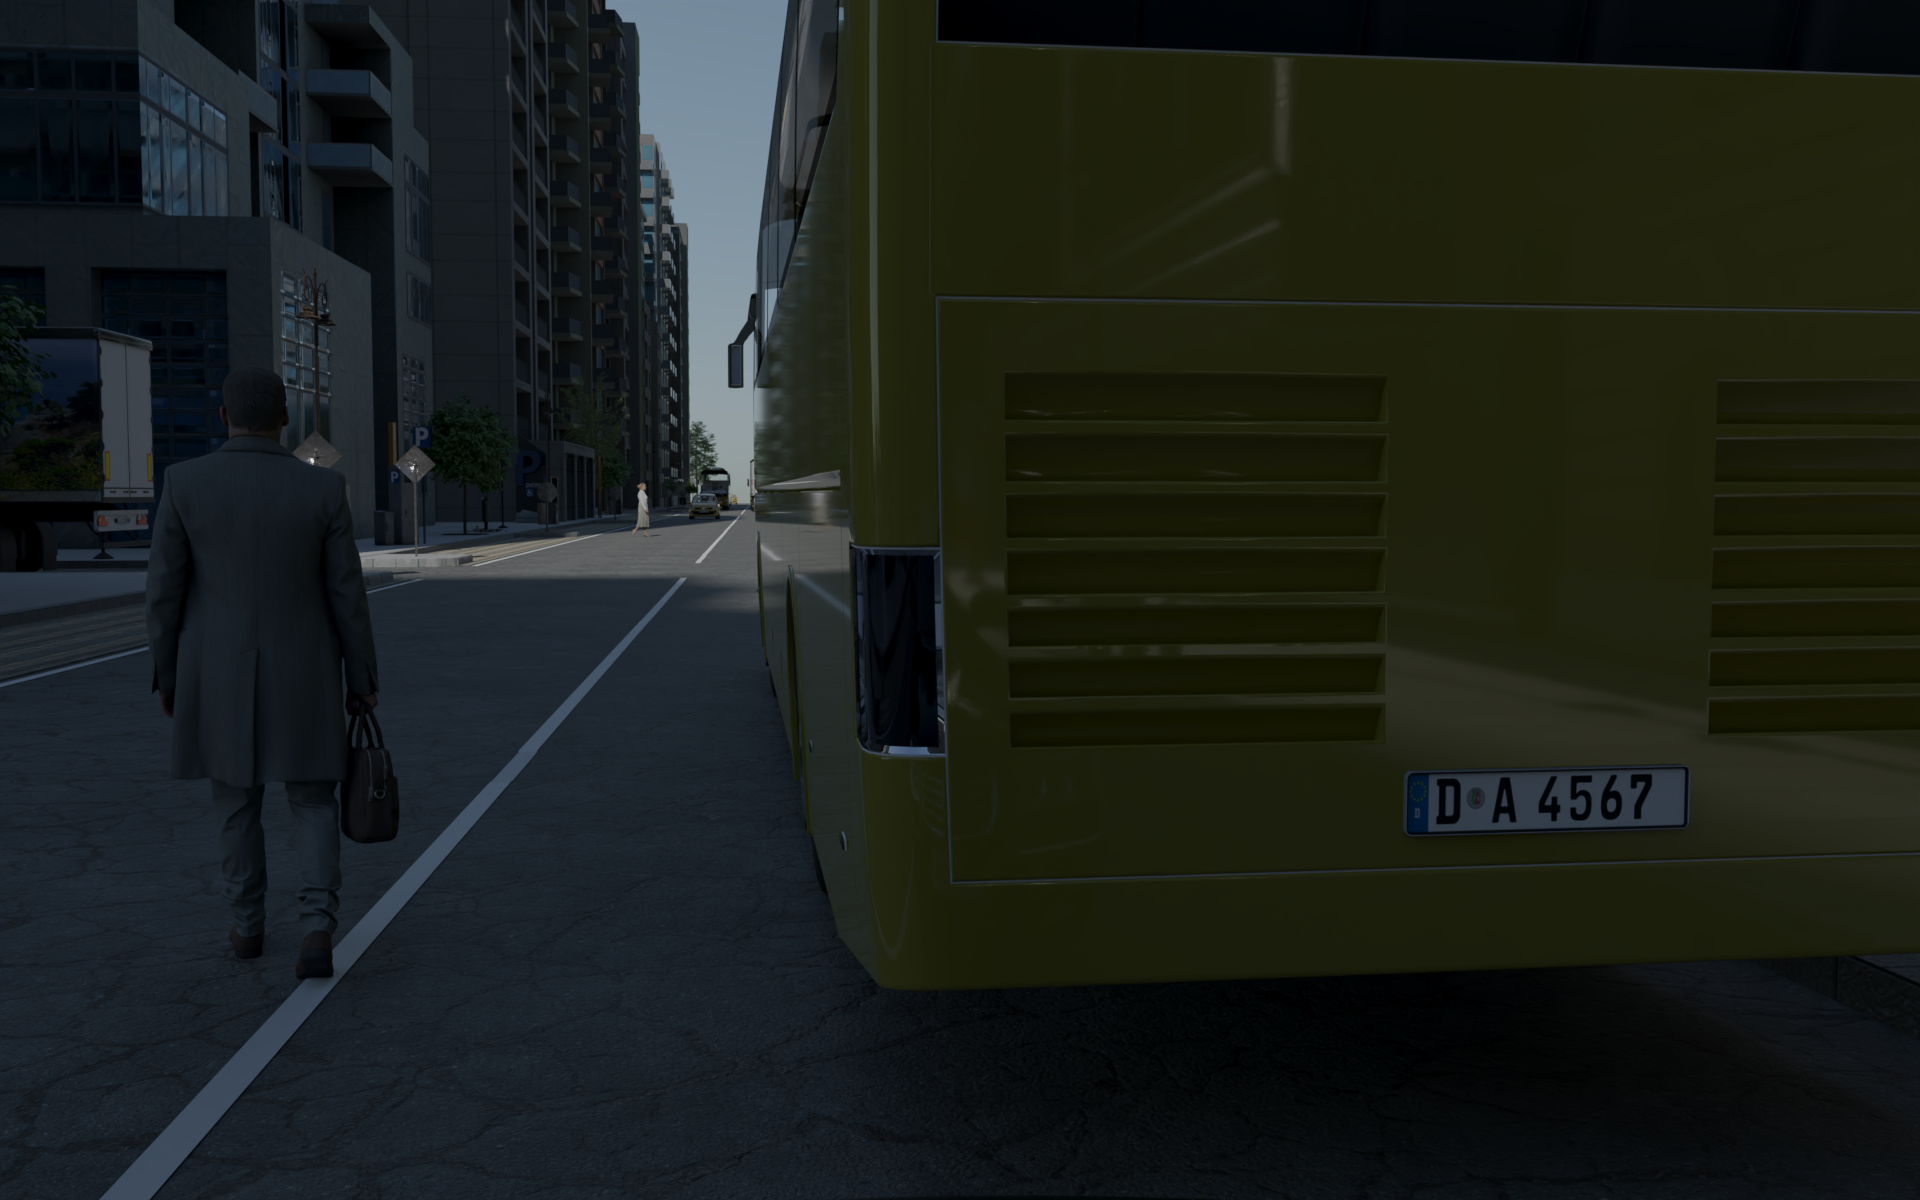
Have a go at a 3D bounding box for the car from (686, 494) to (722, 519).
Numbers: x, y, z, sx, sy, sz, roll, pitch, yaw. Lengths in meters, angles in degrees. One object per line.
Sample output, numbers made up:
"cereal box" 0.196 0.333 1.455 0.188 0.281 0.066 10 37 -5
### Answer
"car" -14.614 -5.439 99.154 2.015 1.641 3.980 0 4 -6

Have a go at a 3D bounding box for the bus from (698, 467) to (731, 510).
"bus" -22.619 -10.332 160.473 2.896 3.916 12.252 0 4 -7

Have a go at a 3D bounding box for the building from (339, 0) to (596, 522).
"building" -29.474 -39.649 86.509 20.563 71.187 20.611 0 4 -7

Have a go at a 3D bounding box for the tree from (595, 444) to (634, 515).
"tree" -21.797 -7.528 106.789 4.285 4.588 4.351 0 3 0

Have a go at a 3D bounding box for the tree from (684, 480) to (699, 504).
"tree" -35.463 -14.183 226.485 1.663 3.219 1.824 0 3 0

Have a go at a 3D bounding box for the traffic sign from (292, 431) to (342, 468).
"traffic sign" -10.211 -1.458 27.478 0.795 2.450 0.064 0 4 -7

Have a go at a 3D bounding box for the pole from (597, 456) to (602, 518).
"pole" -19.276 -6.040 92.602 0.158 3.312 0.155 0 3 0

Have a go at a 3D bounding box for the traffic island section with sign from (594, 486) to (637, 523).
"traffic island section with sign" -16.891 -4.671 84.999 1.989 1.847 2.006 0 4 -7

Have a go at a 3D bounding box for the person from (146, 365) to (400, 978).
"person" -2.074 0.205 5.244 0.694 1.812 0.767 -1 4 -19

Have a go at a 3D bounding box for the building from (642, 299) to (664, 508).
"building" -43.322 -19.652 166.342 27.650 21.520 28.899 0 4 -7

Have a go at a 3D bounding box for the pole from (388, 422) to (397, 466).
"pole" -16.139 -3.392 49.306 0.158 3.312 0.155 0 3 0

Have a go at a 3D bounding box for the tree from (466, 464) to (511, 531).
"tree" -16.469 -4.041 60.677 1.663 3.219 1.824 0 3 0

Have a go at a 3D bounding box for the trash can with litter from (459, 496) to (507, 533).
"trash can with litter" -16.084 -2.882 58.174 1.678 1.210 2.233 -1 4 -9

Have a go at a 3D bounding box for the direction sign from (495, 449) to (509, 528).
"direction sign" -17.135 -4.455 64.833 0.379 3.537 0.876 1 4 17

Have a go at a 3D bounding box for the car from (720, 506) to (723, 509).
"car" -24.190 -9.752 172.020 1.945 1.354 3.894 0 4 -5

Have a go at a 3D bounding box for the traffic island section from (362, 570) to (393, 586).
"traffic island section" -10.234 -0.321 27.537 2.009 0.180 2.903 0 4 -7

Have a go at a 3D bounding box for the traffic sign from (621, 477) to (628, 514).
"traffic sign" -21.507 -6.727 110.092 0.768 2.556 0.104 0 4 -1

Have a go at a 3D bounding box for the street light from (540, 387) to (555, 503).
"street light" -17.780 -6.243 74.865 0.468 5.910 1.993 0 4 -7

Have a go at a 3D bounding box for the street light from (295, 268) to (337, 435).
"street light" -13.172 -3.839 35.551 0.468 5.910 1.993 0 4 -7

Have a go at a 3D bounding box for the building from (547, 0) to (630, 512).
"building" -35.509 -28.658 123.175 22.147 44.769 28.867 0 4 -7

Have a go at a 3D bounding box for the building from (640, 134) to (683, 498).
"building" -49.426 -37.364 230.504 23.786 49.044 30.456 0 4 -7

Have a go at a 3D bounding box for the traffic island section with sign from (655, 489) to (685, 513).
"traffic island section with sign" -22.636 -7.699 134.503 1.989 1.847 2.006 0 4 -7

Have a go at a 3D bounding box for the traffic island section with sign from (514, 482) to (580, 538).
"traffic island section with sign" -13.746 -3.002 57.714 1.989 1.847 2.006 0 4 -7

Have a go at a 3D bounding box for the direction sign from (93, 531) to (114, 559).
"direction sign" -16.934 -2.577 34.131 0.876 3.537 0.379 -3 4 -38

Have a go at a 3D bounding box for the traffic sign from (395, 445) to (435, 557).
"traffic sign" -11.130 -1.943 35.410 0.795 2.450 0.064 0 4 -7

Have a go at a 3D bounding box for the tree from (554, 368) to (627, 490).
"tree" -21.763 -9.297 102.366 4.737 8.622 4.395 0 3 0

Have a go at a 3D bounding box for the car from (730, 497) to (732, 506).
"car" -28.529 -12.267 209.363 1.959 1.807 4.718 0 4 -8

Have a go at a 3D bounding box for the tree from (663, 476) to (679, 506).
"tree" -31.437 -11.774 187.107 1.663 3.219 1.824 0 3 0

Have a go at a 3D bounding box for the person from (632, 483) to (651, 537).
"person" -10.647 -2.999 57.756 0.641 1.798 0.478 0 4 7

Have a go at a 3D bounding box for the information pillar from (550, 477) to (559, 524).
"information pillar" -17.208 -4.221 73.507 0.304 2.012 0.304 -1 4 -17

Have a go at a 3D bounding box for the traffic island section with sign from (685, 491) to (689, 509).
"traffic island section with sign" -25.732 -9.337 161.281 1.989 1.847 2.006 0 4 -7

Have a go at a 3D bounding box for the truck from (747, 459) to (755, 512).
"truck" -15.988 -9.404 142.667 2.839 4.237 11.283 -1 4 -8

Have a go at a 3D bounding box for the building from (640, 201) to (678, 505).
"building" -49.814 -31.279 203.296 32.217 40.220 23.993 0 4 -7

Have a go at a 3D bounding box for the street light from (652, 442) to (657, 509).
"street light" -26.528 -10.849 150.168 0.468 5.910 1.993 0 4 -7

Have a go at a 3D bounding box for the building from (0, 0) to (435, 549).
"building" -28.891 -45.228 52.142 22.319 86.520 31.000 0 4 -7

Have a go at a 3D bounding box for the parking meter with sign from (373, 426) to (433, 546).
"parking meter with sign" -14.084 -2.904 43.738 0.543 3.016 1.738 1 4 21

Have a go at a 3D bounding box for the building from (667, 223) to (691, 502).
"building" -46.957 -34.851 253.405 14.154 41.232 14.086 0 4 -7

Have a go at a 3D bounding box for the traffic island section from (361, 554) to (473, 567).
"traffic island section" -11.152 -0.807 35.469 2.009 0.180 2.903 0 4 -7

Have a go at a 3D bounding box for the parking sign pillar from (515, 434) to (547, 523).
"parking sign pillar" -19.081 -5.420 77.085 1.447 3.967 1.447 1 4 10

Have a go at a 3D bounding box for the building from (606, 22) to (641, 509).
"building" -34.201 -28.221 145.013 14.154 41.232 14.086 0 4 -7

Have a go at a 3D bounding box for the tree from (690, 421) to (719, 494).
"tree" -40.910 -21.411 268.203 7.486 12.596 7.792 0 3 0

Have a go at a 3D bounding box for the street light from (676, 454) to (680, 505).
"street light" -31.632 -13.551 194.346 0.468 5.910 1.993 0 4 -7

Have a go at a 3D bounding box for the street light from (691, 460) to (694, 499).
"street light" -35.990 -15.916 233.007 0.468 5.910 1.993 0 4 -7

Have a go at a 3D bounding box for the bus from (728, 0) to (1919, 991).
"bus" 0.250 -1.076 9.147 2.896 3.916 12.252 0 4 -8

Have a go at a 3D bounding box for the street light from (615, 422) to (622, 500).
"street light" -22.026 -8.485 111.523 0.468 5.910 1.993 0 4 -7

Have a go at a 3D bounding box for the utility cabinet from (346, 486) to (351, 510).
"utility cabinet" -14.513 -1.919 40.051 0.318 1.500 1.173 1 4 10

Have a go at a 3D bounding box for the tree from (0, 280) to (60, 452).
"tree" -11.546 -2.126 18.480 4.285 4.588 4.351 0 3 0

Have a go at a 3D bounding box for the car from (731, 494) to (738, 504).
"car" -31.975 -14.173 241.951 2.015 1.641 3.980 0 4 -6

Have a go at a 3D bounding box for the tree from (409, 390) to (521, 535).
"tree" -15.522 -4.320 54.342 4.285 4.588 4.351 0 3 0

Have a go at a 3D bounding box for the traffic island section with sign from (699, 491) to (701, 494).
"traffic island section with sign" -35.236 -14.350 243.250 1.989 1.847 2.006 0 4 -7

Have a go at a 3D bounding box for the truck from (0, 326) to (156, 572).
"truck" -20.079 -2.496 29.726 11.283 4.237 2.839 0 4 -5
